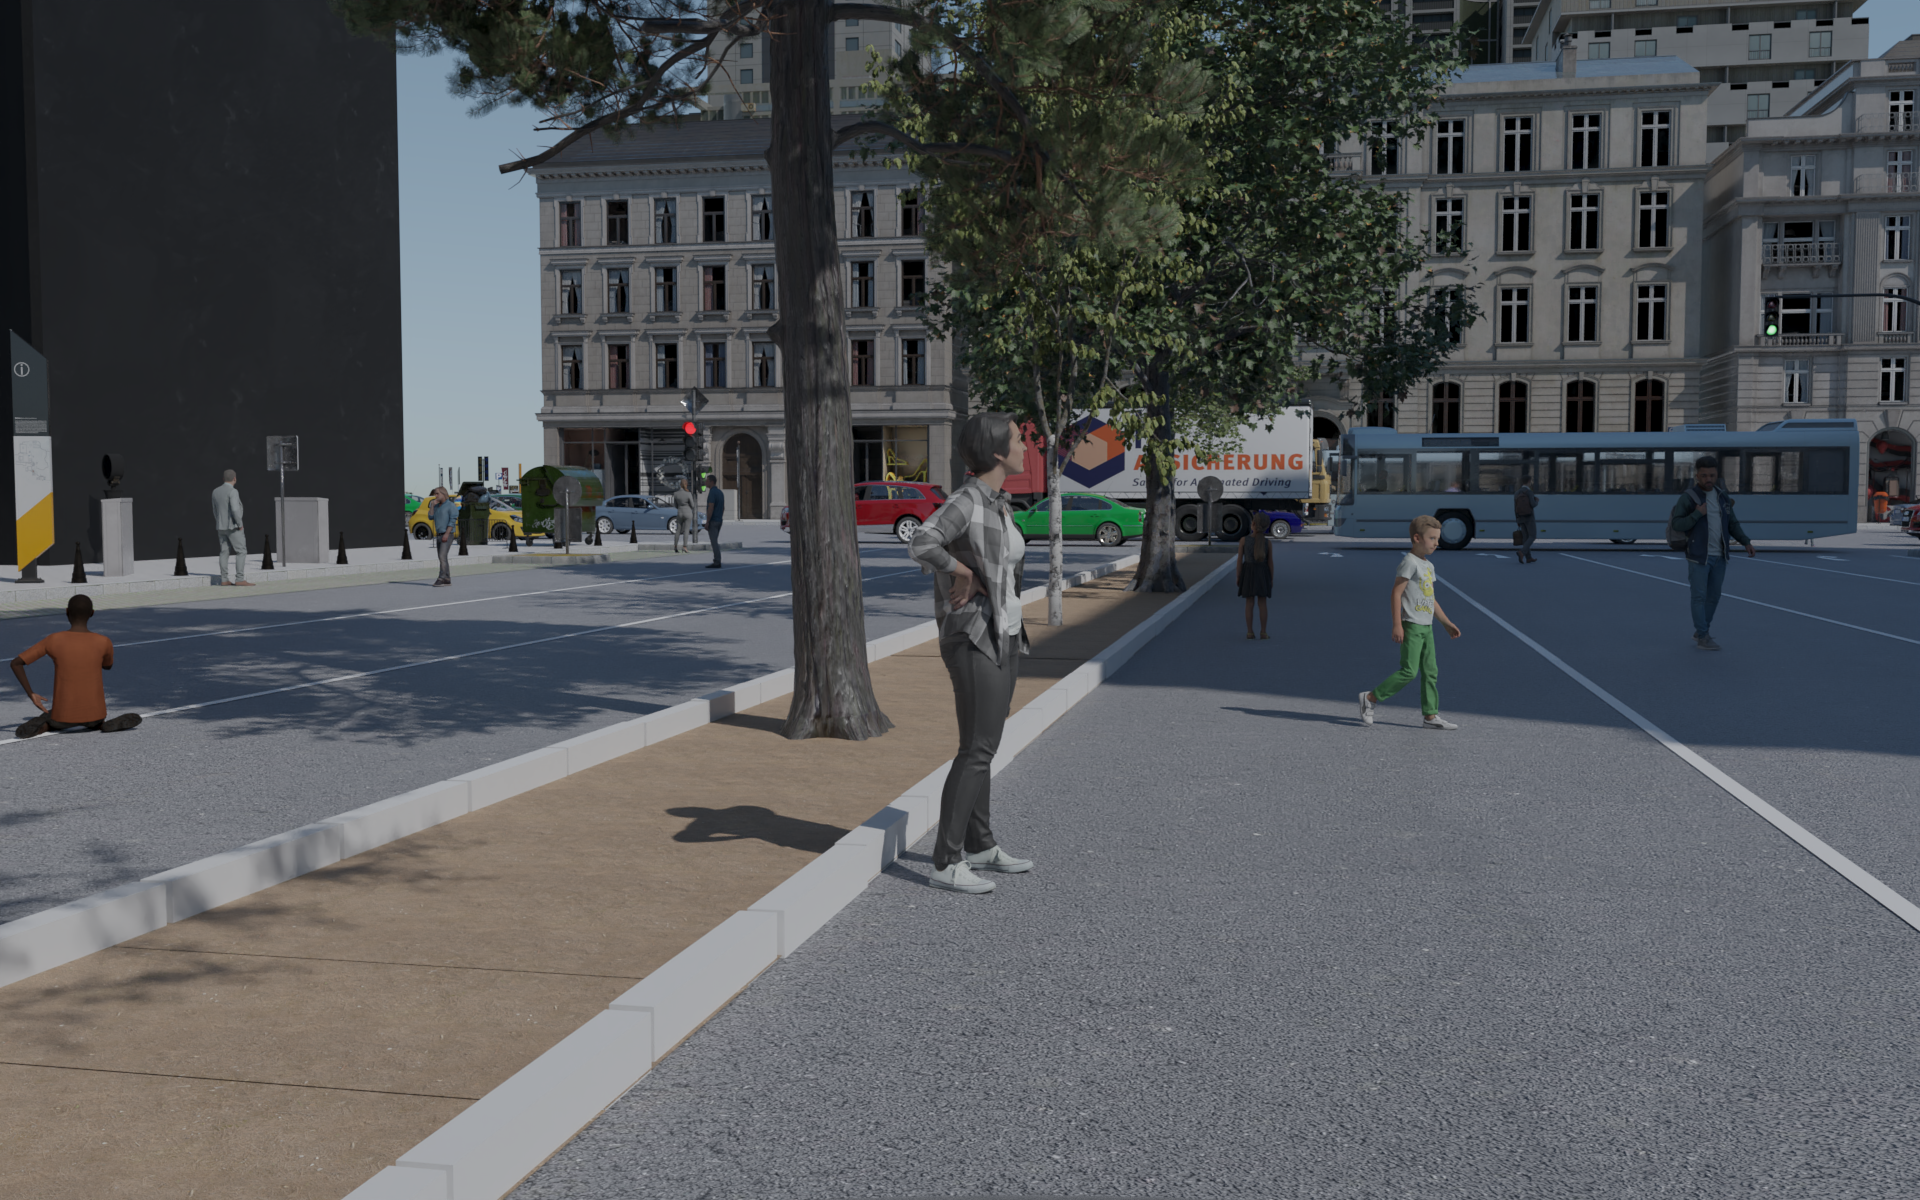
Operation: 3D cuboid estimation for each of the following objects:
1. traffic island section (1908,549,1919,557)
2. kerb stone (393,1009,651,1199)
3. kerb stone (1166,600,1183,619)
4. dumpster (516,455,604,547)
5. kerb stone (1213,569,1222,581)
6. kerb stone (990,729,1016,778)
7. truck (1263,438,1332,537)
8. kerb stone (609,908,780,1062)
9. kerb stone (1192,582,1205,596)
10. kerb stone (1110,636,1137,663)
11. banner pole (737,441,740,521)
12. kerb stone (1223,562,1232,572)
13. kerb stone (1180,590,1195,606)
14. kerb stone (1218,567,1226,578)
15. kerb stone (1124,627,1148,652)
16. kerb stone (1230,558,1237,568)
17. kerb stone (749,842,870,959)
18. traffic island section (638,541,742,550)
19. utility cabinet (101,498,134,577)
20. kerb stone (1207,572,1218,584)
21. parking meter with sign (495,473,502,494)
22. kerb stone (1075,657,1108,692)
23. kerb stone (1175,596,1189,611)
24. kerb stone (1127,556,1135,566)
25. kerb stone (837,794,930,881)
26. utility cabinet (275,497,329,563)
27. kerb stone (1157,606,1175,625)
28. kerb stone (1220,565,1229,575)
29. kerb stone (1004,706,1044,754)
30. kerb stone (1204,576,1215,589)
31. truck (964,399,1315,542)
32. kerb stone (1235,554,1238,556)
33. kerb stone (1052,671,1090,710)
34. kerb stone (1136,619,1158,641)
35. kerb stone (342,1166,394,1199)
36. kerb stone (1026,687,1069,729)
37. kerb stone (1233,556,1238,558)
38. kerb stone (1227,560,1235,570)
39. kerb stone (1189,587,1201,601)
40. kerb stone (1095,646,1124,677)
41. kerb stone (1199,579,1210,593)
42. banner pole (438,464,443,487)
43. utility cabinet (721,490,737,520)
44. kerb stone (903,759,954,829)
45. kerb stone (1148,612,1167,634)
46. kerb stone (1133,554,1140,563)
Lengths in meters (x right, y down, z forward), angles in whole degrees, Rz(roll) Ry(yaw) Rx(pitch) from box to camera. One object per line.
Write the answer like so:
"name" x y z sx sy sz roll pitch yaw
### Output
"traffic island section" 22.728 -1.024 39.024 2.009 0.180 2.903 1 4 12
"kerb stone" -0.926 1.125 3.817 0.120 0.150 1.000 1 4 12
"kerb stone" 2.438 0.137 19.962 0.120 0.150 1.000 1 4 12
"dumpster" -9.884 -2.463 42.771 1.502 2.255 1.985 1 4 12
"kerb stone" 4.117 -0.358 28.042 0.120 0.150 1.000 1 4 12
"kerb stone" 0.127 0.815 8.866 0.120 0.150 1.000 1 4 12
"truck" 8.659 -3.900 59.688 9.791 3.379 3.469 1 4 12
"kerb stone" -0.722 1.062 4.836 0.120 0.150 1.000 1 4 12
"kerb stone" 3.271 -0.111 24.004 0.120 0.150 1.000 1 4 12
"kerb stone" 1.388 0.445 14.926 0.120 0.150 1.000 1 4 12
"banner pole" -10.451 -5.601 81.597 0.401 3.779 0.863 0 4 1
"kerb stone" 4.746 -0.542 31.064 0.120 0.150 1.000 1 4 12
"kerb stone" 2.858 0.013 21.990 0.120 0.150 1.000 1 4 12
"kerb stone" 4.329 -0.419 29.051 0.120 0.150 1.000 1 4 12
"kerb stone" 1.594 0.383 15.935 0.120 0.150 1.000 1 4 12
"kerb stone" 5.175 -0.667 33.097 0.120 0.150 1.000 1 4 12
"kerb stone" -0.498 1.000 5.838 0.120 0.150 1.000 1 4 12
"traffic island section" -6.928 -1.401 45.184 2.009 0.180 2.903 1 4 12
"utility cabinet" -13.304 -0.990 27.348 0.306 1.237 1.020 -1 4 -17
"kerb stone" 3.903 -0.296 27.033 0.120 0.150 1.000 1 4 12
"parking meter with sign" -38.169 -9.004 143.471 0.543 3.016 1.738 -1 4 -14
"kerb stone" 0.963 0.568 12.911 0.120 0.150 1.000 1 4 12
"kerb stone" 2.644 0.083 20.969 0.120 0.150 1.000 1 4 12
"kerb stone" 3.310 -0.747 34.445 0.120 0.150 1.000 1 4 12
"kerb stone" -0.299 0.940 6.847 0.120 0.150 1.000 1 4 12
"utility cabinet" -12.254 -1.292 32.279 1.020 1.237 0.306 1 4 22
"kerb stone" 2.224 0.198 18.958 0.120 0.150 1.000 1 4 12
"kerb stone" 4.537 -0.476 30.057 0.120 0.150 1.000 1 4 12
"kerb stone" 0.330 0.758 9.882 0.120 0.150 1.000 1 4 12
"kerb stone" 3.698 -0.230 26.013 0.120 0.150 1.000 1 4 12
"truck" 5.124 -3.946 53.433 11.283 4.237 2.839 1 4 13
"kerb stone" 5.591 -0.790 35.109 0.120 0.150 1.000 1 4 12
"kerb stone" 0.750 0.629 11.904 0.120 0.150 1.000 1 4 12
"kerb stone" 1.804 0.321 16.941 0.120 0.150 1.000 1 4 12
"kerb stone" -1.134 1.186 2.811 0.120 0.150 1.000 1 4 12
"kerb stone" 0.537 0.693 10.890 0.120 0.150 1.000 1 4 12
"kerb stone" 5.387 -0.728 34.102 0.120 0.150 1.000 1 4 12
"kerb stone" 4.964 -0.604 32.078 0.120 0.150 1.000 1 4 12
"kerb stone" 3.065 -0.040 22.998 0.120 0.150 1.000 1 4 12
"kerb stone" 1.178 0.506 13.920 0.120 0.150 1.000 1 4 12
"kerb stone" 3.483 -0.172 25.009 0.120 0.150 1.000 1 4 12
"banner pole" -43.438 -9.475 144.925 0.401 3.779 0.863 1 4 11
"utility cabinet" -11.519 -4.670 85.037 1.173 1.500 0.318 1 4 22
"kerb stone" -0.091 0.877 7.858 0.120 0.150 1.000 1 4 12
"kerb stone" 2.019 0.263 17.946 0.120 0.150 1.000 1 4 12
"kerb stone" 3.517 -0.811 35.453 0.120 0.150 1.000 1 4 12
